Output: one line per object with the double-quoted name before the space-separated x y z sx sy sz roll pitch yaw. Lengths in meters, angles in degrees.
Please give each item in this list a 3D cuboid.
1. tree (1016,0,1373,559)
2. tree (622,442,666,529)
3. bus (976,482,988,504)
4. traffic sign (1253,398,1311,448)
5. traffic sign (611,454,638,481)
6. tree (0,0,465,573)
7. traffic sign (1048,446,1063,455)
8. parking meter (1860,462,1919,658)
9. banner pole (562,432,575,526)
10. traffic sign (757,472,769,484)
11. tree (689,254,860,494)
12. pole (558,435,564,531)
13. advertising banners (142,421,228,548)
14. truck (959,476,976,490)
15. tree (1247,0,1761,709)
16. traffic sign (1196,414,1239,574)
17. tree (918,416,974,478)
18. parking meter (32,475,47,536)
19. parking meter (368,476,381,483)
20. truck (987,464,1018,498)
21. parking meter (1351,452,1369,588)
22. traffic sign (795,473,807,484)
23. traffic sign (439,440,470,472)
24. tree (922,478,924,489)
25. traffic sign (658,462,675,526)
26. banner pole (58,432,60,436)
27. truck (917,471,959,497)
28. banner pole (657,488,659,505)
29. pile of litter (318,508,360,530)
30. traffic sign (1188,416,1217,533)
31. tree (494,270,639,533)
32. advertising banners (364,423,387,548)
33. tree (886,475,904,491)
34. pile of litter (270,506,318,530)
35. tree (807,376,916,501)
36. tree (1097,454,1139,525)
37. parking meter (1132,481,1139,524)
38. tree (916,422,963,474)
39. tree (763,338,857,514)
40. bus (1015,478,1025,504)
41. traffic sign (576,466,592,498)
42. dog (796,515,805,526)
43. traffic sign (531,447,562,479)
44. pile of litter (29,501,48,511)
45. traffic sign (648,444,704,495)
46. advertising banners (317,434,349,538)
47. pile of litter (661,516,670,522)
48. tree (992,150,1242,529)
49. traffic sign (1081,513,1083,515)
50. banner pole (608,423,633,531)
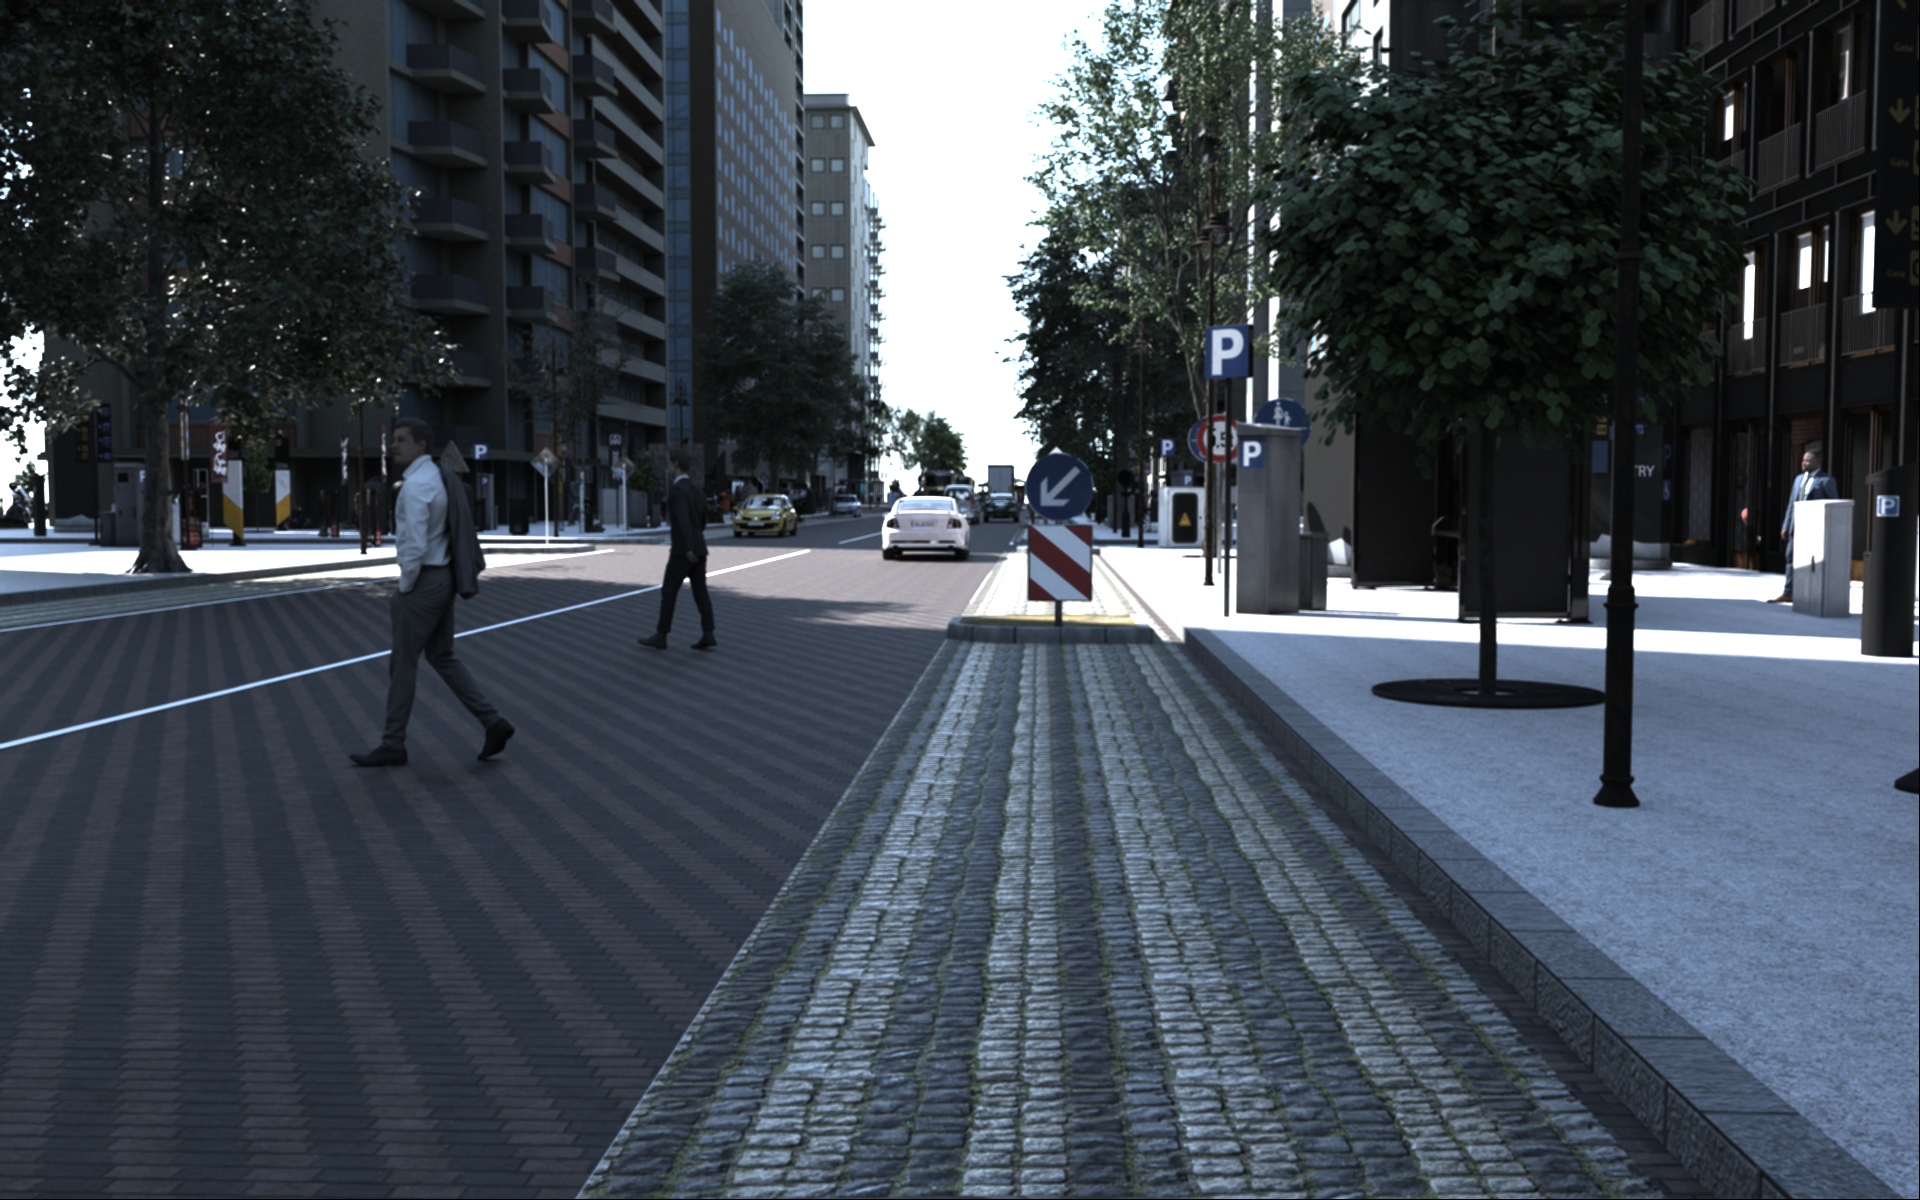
"tree" 4.871 -6.649 34.470 9.928 11.665 9.643 0 3 0
"tree" -11.752 -4.296 64.848 1.663 3.219 1.824 0 3 0
"bus" 4.140 -15.696 251.494 2.948 3.499 13.247 0 4 5
"traffic sign" 4.267 -1.403 23.043 0.768 2.556 0.104 0 4 5
"traffic sign" -9.836 -2.969 50.726 0.795 2.593 0.064 0 4 3
"tree" -13.073 -6.798 28.163 9.611 12.733 9.660 0 3 0
"traffic sign" 2.365 -2.443 42.135 0.795 2.593 0.064 0 4 3
"parking meter" 7.363 -0.324 13.714 0.372 1.533 0.369 0 3 0
"banner pole" -15.720 -4.834 69.052 0.401 3.779 0.863 1 4 19
"traffic sign" -11.614 -6.272 102.282 0.795 2.593 0.064 0 4 4
"tree" -9.850 -11.327 91.848 9.857 13.997 8.962 0 3 0
"pole" -13.896 -4.062 60.257 0.158 3.312 0.155 0 3 0
"advertising banners" -18.323 -2.749 41.136 2.074 3.025 0.090 -3 5 -41
"truck" 0.089 -11.483 183.664 3.469 3.379 9.791 0 4 3
"tree" 3.405 -1.667 10.975 4.285 4.588 4.351 0 3 0
"traffic sign" 4.163 -1.689 27.719 0.768 2.556 0.104 1 4 12
"tree" -2.854 -20.424 252.059 7.486 12.596 7.792 0 3 0
"parking meter" -28.064 -2.880 52.793 0.399 1.863 0.255 3 5 44
"parking meter" -19.102 -3.109 56.551 0.255 1.863 0.399 2 4 26
"truck" 4.080 -10.996 168.690 2.839 4.237 11.283 0 4 3
"parking meter" 5.611 -1.110 23.858 0.255 1.863 0.399 -2 4 -33
"traffic sign" -9.771 -6.481 105.964 0.884 2.594 0.081 0 4 4
"traffic sign" -12.278 -2.558 41.830 0.884 2.594 0.081 0 4 3
"tree" -3.969 -15.777 241.670 4.285 4.588 4.351 0 3 0
"traffic sign" -11.638 -4.207 68.887 0.768 2.556 0.104 1 4 12
"banner pole" -30.568 -4.256 59.605 0.863 3.779 0.401 -1 4 -19
"truck" -1.626 -9.237 146.944 3.469 3.379 9.791 0 4 3
"banner pole" -15.051 -5.885 86.237 0.401 3.779 0.863 -1 4 -9
"pile of litter" -22.199 -2.999 62.993 1.176 0.858 1.719 1 4 20
"traffic sign" 4.097 -1.720 28.221 0.768 2.556 0.104 1 4 9
"tree" -12.580 -6.484 56.380 4.360 8.622 3.978 0 3 0
"advertising banners" -14.148 -2.799 41.951 0.090 3.025 2.074 0 4 -3
"tree" -6.525 -11.062 175.467 1.663 3.219 1.824 0 3 0
"pile of litter" -24.075 -2.988 62.825 1.719 0.858 1.176 0 4 -2
"tree" -8.134 -12.445 137.884 8.767 10.594 7.601 0 4 -2
"tree" 6.396 -4.721 71.793 1.663 3.219 1.824 0 3 0
"parking meter" 7.665 -4.248 75.158 0.399 1.863 0.255 -1 4 -17
"tree" -4.007 -17.284 217.005 7.601 10.594 8.767 3 5 40
"tree" -9.465 -11.444 112.865 9.928 11.665 9.643 0 3 0
"bus" 8.530 -16.543 262.027 2.896 3.916 12.252 0 4 1
"traffic sign" -13.481 -3.667 62.080 0.606 2.300 0.079 0 4 8
"dog" -7.207 -3.614 78.378 0.540 0.507 0.406 1 4 15
"traffic sign" -10.214 -2.481 42.750 0.795 2.593 0.064 0 4 3
"pile of litter" -65.004 -6.573 121.440 1.719 0.858 1.176 -2 4 -32
"traffic sign" -11.461 -4.651 69.918 2.265 3.308 0.079 0 4 4
"advertising banners" -18.436 -3.352 50.986 2.074 3.025 0.090 3 5 45
"pile of litter" -13.493 -4.071 80.526 1.176 0.858 1.719 0 4 -8
"tree" 6.019 -9.603 63.665 9.857 13.997 8.962 0 3 0
"traffic sign" 7.374 -6.388 104.555 0.768 2.556 0.104 1 4 11
"banner pole" -11.904 -4.323 60.697 0.863 3.779 0.401 -1 4 -12
